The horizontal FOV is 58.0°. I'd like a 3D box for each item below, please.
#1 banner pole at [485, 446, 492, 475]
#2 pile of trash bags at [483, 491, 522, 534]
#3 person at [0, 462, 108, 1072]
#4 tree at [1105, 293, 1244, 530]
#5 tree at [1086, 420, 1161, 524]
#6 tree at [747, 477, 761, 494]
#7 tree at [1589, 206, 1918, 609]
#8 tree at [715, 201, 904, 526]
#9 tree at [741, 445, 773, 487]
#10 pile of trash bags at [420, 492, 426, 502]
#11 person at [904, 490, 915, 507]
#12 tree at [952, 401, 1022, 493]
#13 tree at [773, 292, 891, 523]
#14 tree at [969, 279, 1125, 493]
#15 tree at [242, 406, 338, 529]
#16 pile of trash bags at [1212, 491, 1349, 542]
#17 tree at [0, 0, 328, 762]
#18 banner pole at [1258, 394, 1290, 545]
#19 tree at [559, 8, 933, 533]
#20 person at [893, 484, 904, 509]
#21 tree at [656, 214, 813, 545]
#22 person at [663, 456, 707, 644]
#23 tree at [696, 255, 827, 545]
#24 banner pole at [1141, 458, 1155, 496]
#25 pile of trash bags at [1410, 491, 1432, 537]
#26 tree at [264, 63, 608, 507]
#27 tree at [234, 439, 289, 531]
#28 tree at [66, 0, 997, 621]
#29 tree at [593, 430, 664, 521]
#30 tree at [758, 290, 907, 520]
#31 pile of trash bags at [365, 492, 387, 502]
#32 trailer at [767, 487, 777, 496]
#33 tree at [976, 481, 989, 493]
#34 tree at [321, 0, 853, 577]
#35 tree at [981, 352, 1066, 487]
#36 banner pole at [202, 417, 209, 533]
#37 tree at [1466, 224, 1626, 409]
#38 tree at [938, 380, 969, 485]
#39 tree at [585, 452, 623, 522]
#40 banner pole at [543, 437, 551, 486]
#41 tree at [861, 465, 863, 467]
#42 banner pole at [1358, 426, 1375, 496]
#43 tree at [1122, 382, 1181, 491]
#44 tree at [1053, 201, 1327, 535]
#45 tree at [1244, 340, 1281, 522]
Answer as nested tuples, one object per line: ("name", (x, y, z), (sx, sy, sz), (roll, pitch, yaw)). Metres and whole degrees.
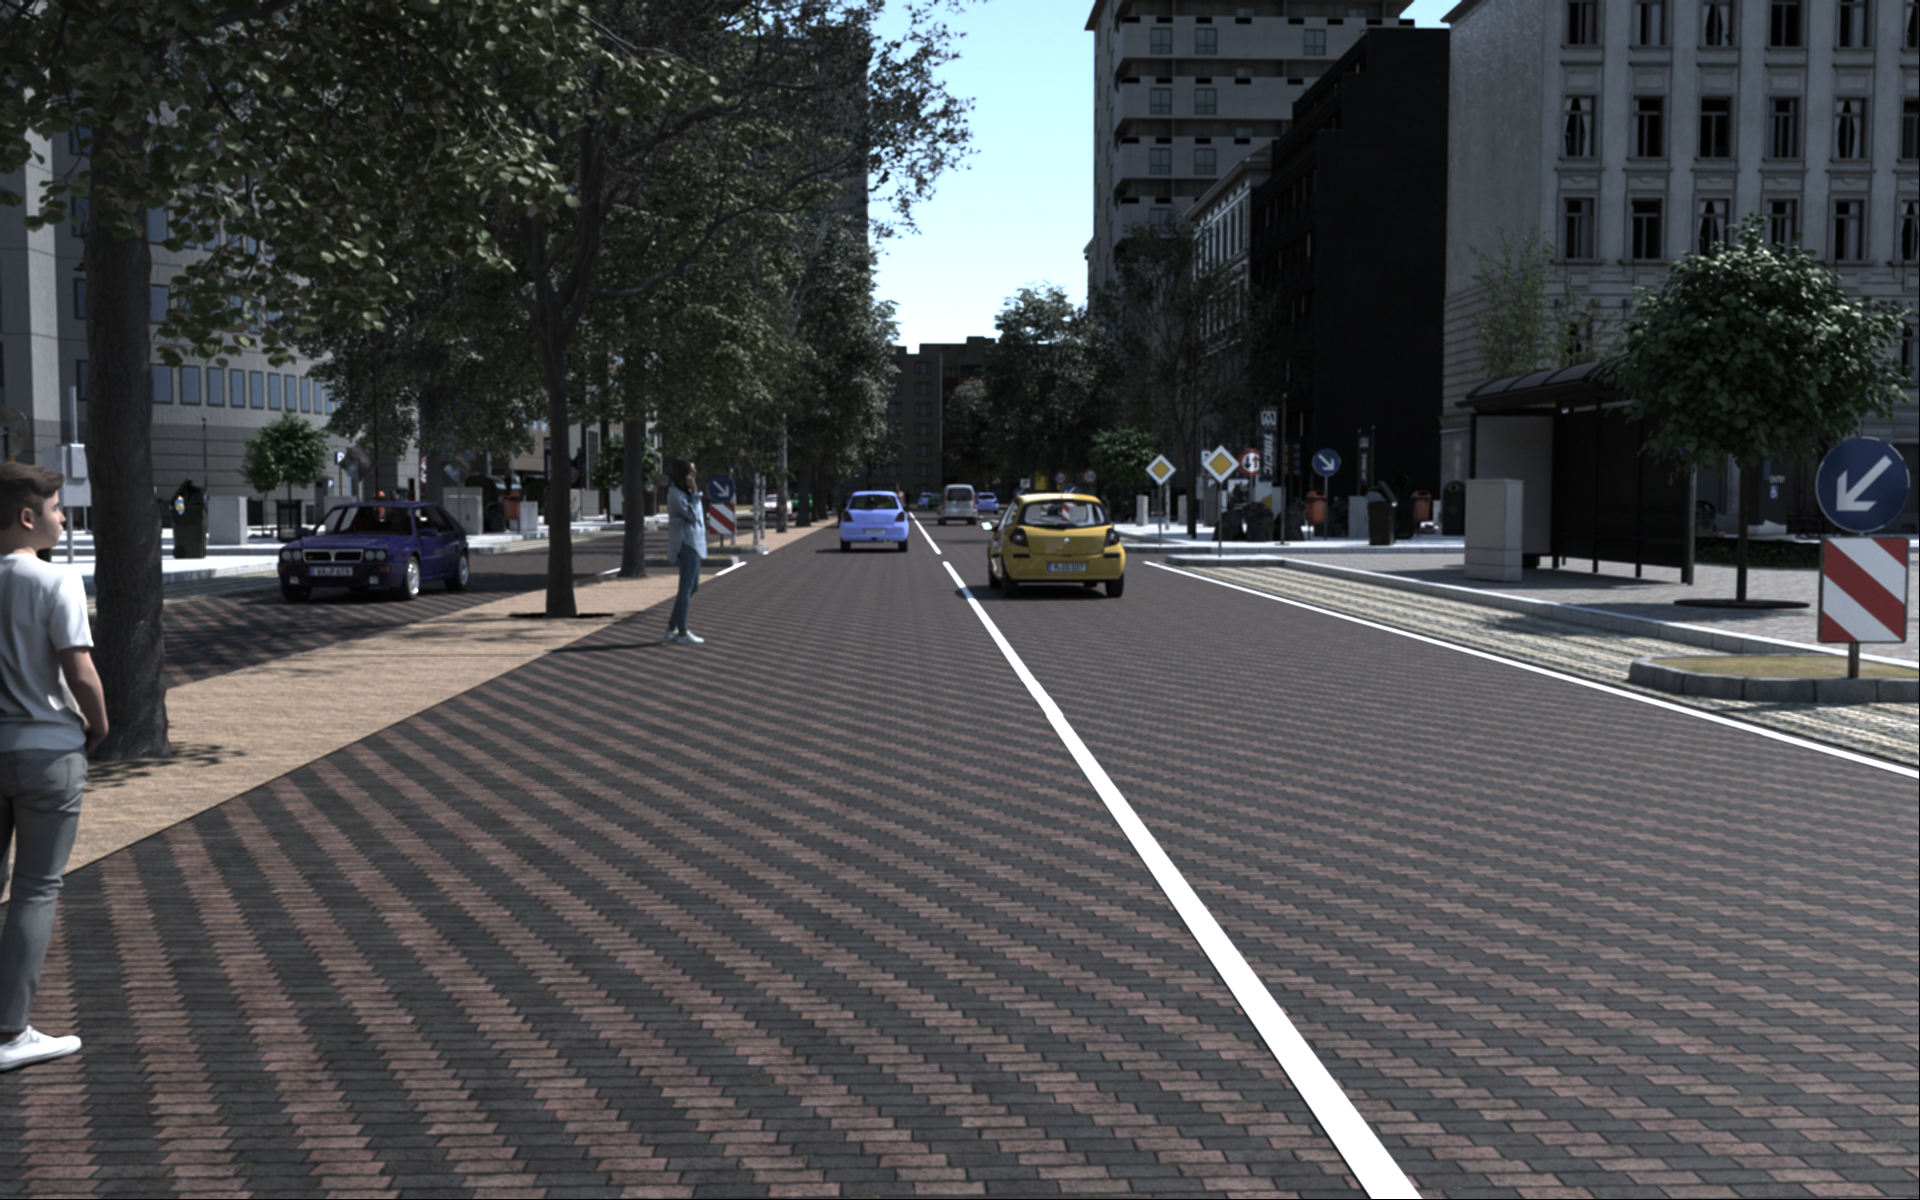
("banner pole", (-24.334, -6.075, 89.336), (0.401, 3.779, 0.863), (-3, 5, -42))
("pile of trash bags", (-15.632, -2.893, 57.060), (3.447, 1.369, 1.912), (3, 4, 37))
("person", (-2.422, 0.412, 4.359), (0.503, 1.515, 0.523), (-2, 4, -27))
("tree", (7.346, -6.812, 61.733), (4.360, 8.622, 3.978), (0, 3, 0))
("tree", (7.132, -5.599, 75.257), (4.285, 4.588, 4.351), (0, 3, 0))
("tree", (-20.075, -10.798, 171.153), (1.663, 3.219, 1.824), (0, 3, 0))
("tree", (8.974, -2.216, 19.952), (4.285, 4.588, 4.351), (0, 3, 0))
("tree", (-6.932, -10.210, 76.042), (9.857, 13.997, 8.962), (0, 3, 0))
("tree", (-19.963, -14.877, 177.645), (8.767, 10.594, 7.601), (3, 4, 38))
("pile of trash bags", (-29.994, -5.294, 96.313), (1.912, 1.369, 3.447), (-1, 4, -15))
("person", (-4.169, -7.925, 138.902), (1.217, 1.723, 0.721), (1, 4, 15))
("tree", (3.063, -13.746, 159.155), (8.767, 10.594, 7.601), (2, 4, 34))
("tree", (-7.204, -9.684, 86.547), (9.928, 11.665, 9.643), (0, 3, 0))
("tree", (5.560, -11.963, 102.253), (9.857, 13.997, 8.962), (0, 3, 0))
("tree", (-25.020, -4.961, 64.832), (4.285, 4.588, 4.351), (0, 3, 0))
("pile of trash bags", (8.682, -2.302, 47.391), (3.447, 1.369, 1.912), (-2, 4, -32))
("tree", (-4.655, -5.437, 9.475), (7.486, 12.596, 7.792), (0, 3, 0))
("banner pole", (7.892, -3.271, 43.499), (0.863, 3.779, 0.401), (0, 4, -6))
("tree", (-7.777, -12.566, 63.799), (12.611, 20.169, 13.585), (0, 3, 0))
("person", (-2.405, -3.533, 66.279), (0.555, 1.821, 0.388), (-1, 4, -19))
("tree", (-5.791, -5.586, 44.153), (4.737, 8.622, 4.395), (0, 3, 0))
("person", (-2.647, -0.478, 16.573), (0.793, 1.790, 0.793), (-3, 4, -36))
("tree", (-5.774, -5.870, 48.797), (4.360, 8.622, 3.978), (0, 3, 0))
("banner pole", (11.439, -7.036, 105.052), (0.863, 3.779, 0.401), (-1, 4, -13))
("pile of trash bags", (12.379, -2.570, 51.779), (3.447, 1.369, 1.912), (0, 4, -1))
("tree", (-15.286, -8.795, 50.460), (9.857, 13.997, 8.962), (0, 3, 0))
("tree", (-24.501, -4.078, 61.274), (1.663, 3.219, 1.824), (0, 3, 0))
("tree", (-4.579, -6.524, 19.488), (12.009, 13.543, 11.850), (0, 3, 0))
("tree", (-15.903, -6.072, 82.995), (4.285, 4.588, 4.351), (0, 3, 0))
("tree", (-7.776, -10.819, 96.351), (9.611, 12.733, 9.660), (0, 3, 0))
("pile of trash bags", (-21.482, -3.344, 64.420), (1.912, 1.369, 3.447), (-1, 4, -15))
("trailer", (-16.158, -8.712, 149.485), (1.471, 1.999, 3.904), (0, 4, -4))
("tree", (2.513, -12.231, 194.582), (1.663, 3.219, 1.824), (0, 3, 0))
("tree", (-5.760, -6.689, 29.944), (7.486, 12.596, 7.792), (0, 3, 0))
("tree", (5.198, -13.277, 135.198), (7.486, 12.596, 7.792), (0, 3, 0))
("banner pole", (-24.575, -4.061, 56.407), (0.401, 3.779, 0.863), (-1, 4, -22))
("tree", (15.612, -5.921, 47.173), (4.737, 8.622, 4.395), (0, 3, 0))
("tree", (2.204, -17.097, 186.195), (9.857, 13.997, 8.962), (0, 3, 0))
("tree", (-16.197, -5.187, 79.416), (1.663, 3.219, 1.824), (0, 3, 0))
("banner pole", (-15.716, -4.719, 67.173), (0.863, 3.779, 0.401), (0, 4, -8))
("tree", (-8.380, -11.278, 104.972), (7.486, 12.596, 7.792), (0, 3, 0))
("banner pole", (15.115, -4.542, 64.278), (0.401, 3.779, 0.863), (-3, 4, -36))
("tree", (12.163, -9.869, 111.722), (4.737, 8.622, 4.395), (0, 3, 0))
("tree", (7.312, -7.356, 54.675), (8.767, 10.594, 7.601), (0, 4, -4))
("tree", (12.784, -7.842, 78.583), (4.360, 8.622, 3.978), (0, 3, 0))
